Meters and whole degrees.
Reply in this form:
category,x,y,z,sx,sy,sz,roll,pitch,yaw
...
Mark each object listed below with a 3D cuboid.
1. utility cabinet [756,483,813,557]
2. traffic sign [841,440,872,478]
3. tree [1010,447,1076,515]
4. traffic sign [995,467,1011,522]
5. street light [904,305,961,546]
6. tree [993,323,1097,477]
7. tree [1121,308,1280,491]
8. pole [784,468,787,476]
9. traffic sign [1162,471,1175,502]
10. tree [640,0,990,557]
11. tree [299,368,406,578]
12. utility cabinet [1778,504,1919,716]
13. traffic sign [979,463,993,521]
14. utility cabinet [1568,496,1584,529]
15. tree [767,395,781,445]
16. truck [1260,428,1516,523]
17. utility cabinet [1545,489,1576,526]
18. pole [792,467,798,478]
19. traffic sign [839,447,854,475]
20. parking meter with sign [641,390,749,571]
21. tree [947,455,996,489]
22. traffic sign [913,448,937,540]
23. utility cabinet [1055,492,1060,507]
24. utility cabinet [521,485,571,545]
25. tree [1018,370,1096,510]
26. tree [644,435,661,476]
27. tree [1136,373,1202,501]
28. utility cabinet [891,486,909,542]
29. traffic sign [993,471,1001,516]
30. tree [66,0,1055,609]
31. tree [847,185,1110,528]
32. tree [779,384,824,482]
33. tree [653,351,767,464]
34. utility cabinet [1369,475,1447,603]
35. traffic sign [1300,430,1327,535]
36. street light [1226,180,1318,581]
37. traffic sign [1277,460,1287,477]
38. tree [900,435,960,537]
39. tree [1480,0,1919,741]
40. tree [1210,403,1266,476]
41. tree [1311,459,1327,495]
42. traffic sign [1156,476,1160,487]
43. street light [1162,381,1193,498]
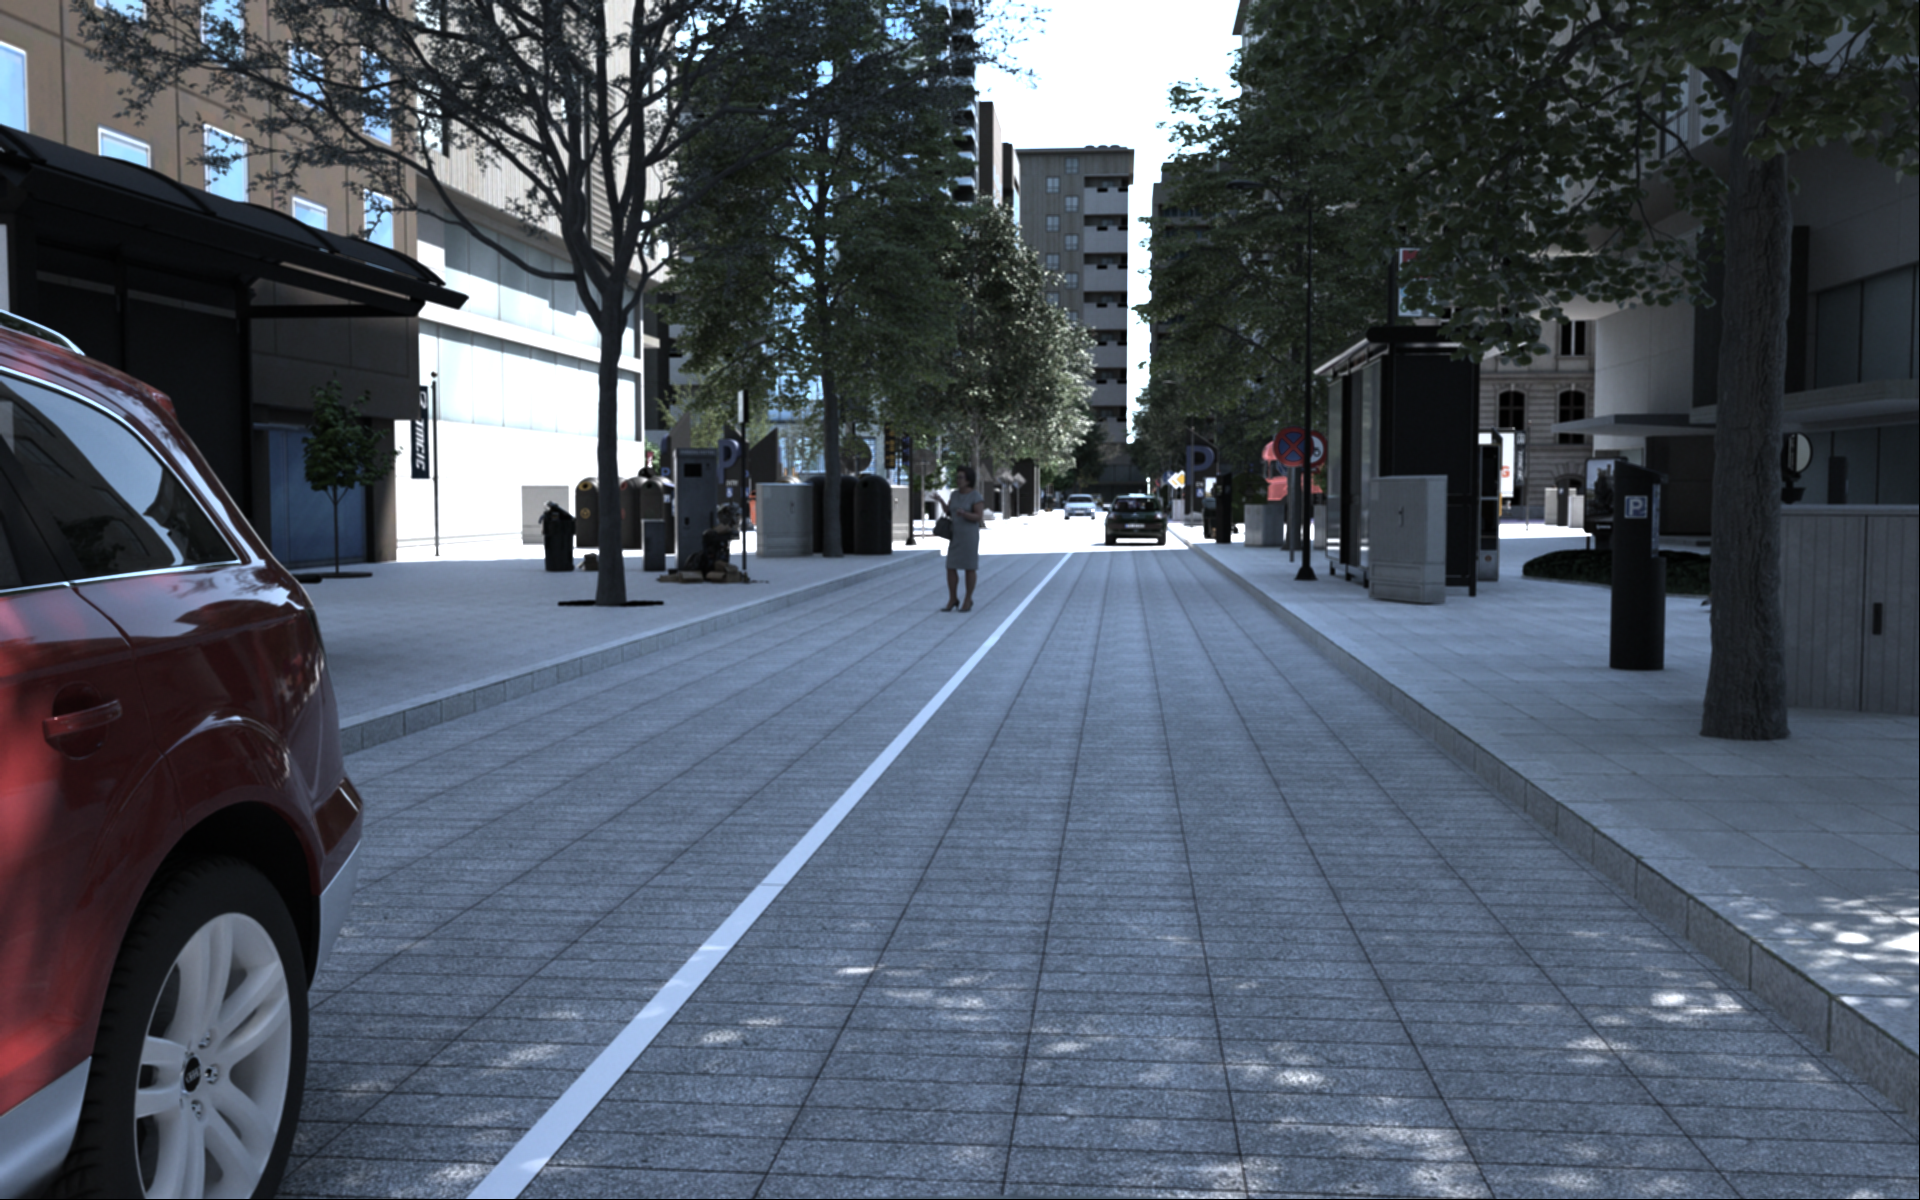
category,x,y,z,sx,sy,sz,roll,pitch,yaw
utility cabinet,-3.577,-1.632,35.361,1.173,1.500,0.318,-3,4,-36
traffic sign,-2.443,-2.485,40.734,0.768,2.556,0.104,1,4,14
tree,4.551,-7.615,108.226,4.285,4.588,4.351,0,3,0
traffic sign,1.999,-4.930,80.716,0.768,2.556,0.104,1,4,12
street light,-0.675,-4.298,42.815,1.470,5.913,1.316,0,4,5
tree,4.710,-12.997,119.155,9.857,13.997,8.962,0,3,0
tree,12.240,-9.203,84.884,7.601,10.594,8.767,-1,4,-11
pole,-13.594,-8.641,135.125,0.158,3.312,0.155,0,3,0
traffic sign,11.407,-5.767,94.395,0.768,2.556,0.104,1,4,12
tree,-2.874,-7.122,34.575,7.486,12.596,7.792,0,3,0
tree,-9.652,-1.959,26.626,1.663,3.219,1.824,0,3,0
utility cabinet,5.295,0.050,10.343,1.020,1.237,0.306,3,4,38
traffic sign,0.955,-4.433,72.484,0.884,2.594,0.081,1,4,13
utility cabinet,23.125,-3.253,64.355,1.020,1.237,0.306,-1,4,-10
tree,-14.181,-10.424,120.798,4.737,8.622,4.395,0,3,0
truck,18.100,-5.286,75.344,11.283,4.237,2.839,0,4,6
utility cabinet,24.050,-3.712,69.374,1.173,1.500,0.318,1,4,17
pole,-12.646,-8.437,131.792,0.158,3.312,0.155,0,3,0
traffic sign,-2.978,-2.777,45.505,0.768,2.556,0.104,1,4,11
parking meter with sign,-4.435,-1.999,28.953,1.738,3.016,0.543,-1,4,-17
tree,0.466,-7.308,103.205,4.285,4.588,4.351,0,3,0
traffic sign,-1.026,-2.941,48.190,0.768,2.556,0.104,0,4,6
utility cabinet,8.687,-8.883,153.914,0.318,1.500,1.173,1,4,12
utility cabinet,-10.343,-2.118,43.305,1.173,1.500,0.318,0,4,-7
tree,7.632,-13.348,143.999,9.928,11.665,9.643,0,3,0
tree,-17.458,-6.858,95.846,4.285,4.588,4.351,0,3,0
tree,12.394,-9.228,101.239,4.360,8.622,3.978,0,3,0
utility cabinet,-1.850,-2.268,45.764,1.173,1.500,0.318,-3,5,-44
traffic sign,1.900,-6.056,99.017,0.884,2.594,0.081,1,4,10
tree,-4.070,-6.688,19.721,12.009,13.543,11.850,0,3,0
tree,0.512,-9.050,64.973,9.611,12.733,9.660,0,3,0
tree,-10.396,-10.155,116.402,4.360,8.622,3.978,0,3,0
tree,-12.865,-8.336,86.659,4.737,8.622,4.395,0,3,0
utility cabinet,5.297,-0.727,20.562,0.318,1.500,1.173,-1,4,-19
traffic sign,6.967,-2.108,34.576,0.768,2.556,0.104,1,4,8
street light,4.630,-3.255,25.756,1.470,5.913,1.316,0,4,5
traffic sign,9.775,-3.137,51.398,0.768,2.556,0.104,0,4,6
tree,-1.134,-3.503,51.881,1.663,3.219,1.824,0,3,0
tree,4.308,-5.523,8.431,7.486,12.596,7.792,0,3,0
tree,19.017,-10.297,118.717,4.737,8.622,4.395,0,3,0
tree,14.921,-4.589,69.636,1.663,3.219,1.824,0,3,0
traffic sign,14.225,-7.491,122.576,0.768,2.556,0.104,1,4,14
street light,9.023,-6.047,71.407,1.470,5.913,1.316,0,4,5
